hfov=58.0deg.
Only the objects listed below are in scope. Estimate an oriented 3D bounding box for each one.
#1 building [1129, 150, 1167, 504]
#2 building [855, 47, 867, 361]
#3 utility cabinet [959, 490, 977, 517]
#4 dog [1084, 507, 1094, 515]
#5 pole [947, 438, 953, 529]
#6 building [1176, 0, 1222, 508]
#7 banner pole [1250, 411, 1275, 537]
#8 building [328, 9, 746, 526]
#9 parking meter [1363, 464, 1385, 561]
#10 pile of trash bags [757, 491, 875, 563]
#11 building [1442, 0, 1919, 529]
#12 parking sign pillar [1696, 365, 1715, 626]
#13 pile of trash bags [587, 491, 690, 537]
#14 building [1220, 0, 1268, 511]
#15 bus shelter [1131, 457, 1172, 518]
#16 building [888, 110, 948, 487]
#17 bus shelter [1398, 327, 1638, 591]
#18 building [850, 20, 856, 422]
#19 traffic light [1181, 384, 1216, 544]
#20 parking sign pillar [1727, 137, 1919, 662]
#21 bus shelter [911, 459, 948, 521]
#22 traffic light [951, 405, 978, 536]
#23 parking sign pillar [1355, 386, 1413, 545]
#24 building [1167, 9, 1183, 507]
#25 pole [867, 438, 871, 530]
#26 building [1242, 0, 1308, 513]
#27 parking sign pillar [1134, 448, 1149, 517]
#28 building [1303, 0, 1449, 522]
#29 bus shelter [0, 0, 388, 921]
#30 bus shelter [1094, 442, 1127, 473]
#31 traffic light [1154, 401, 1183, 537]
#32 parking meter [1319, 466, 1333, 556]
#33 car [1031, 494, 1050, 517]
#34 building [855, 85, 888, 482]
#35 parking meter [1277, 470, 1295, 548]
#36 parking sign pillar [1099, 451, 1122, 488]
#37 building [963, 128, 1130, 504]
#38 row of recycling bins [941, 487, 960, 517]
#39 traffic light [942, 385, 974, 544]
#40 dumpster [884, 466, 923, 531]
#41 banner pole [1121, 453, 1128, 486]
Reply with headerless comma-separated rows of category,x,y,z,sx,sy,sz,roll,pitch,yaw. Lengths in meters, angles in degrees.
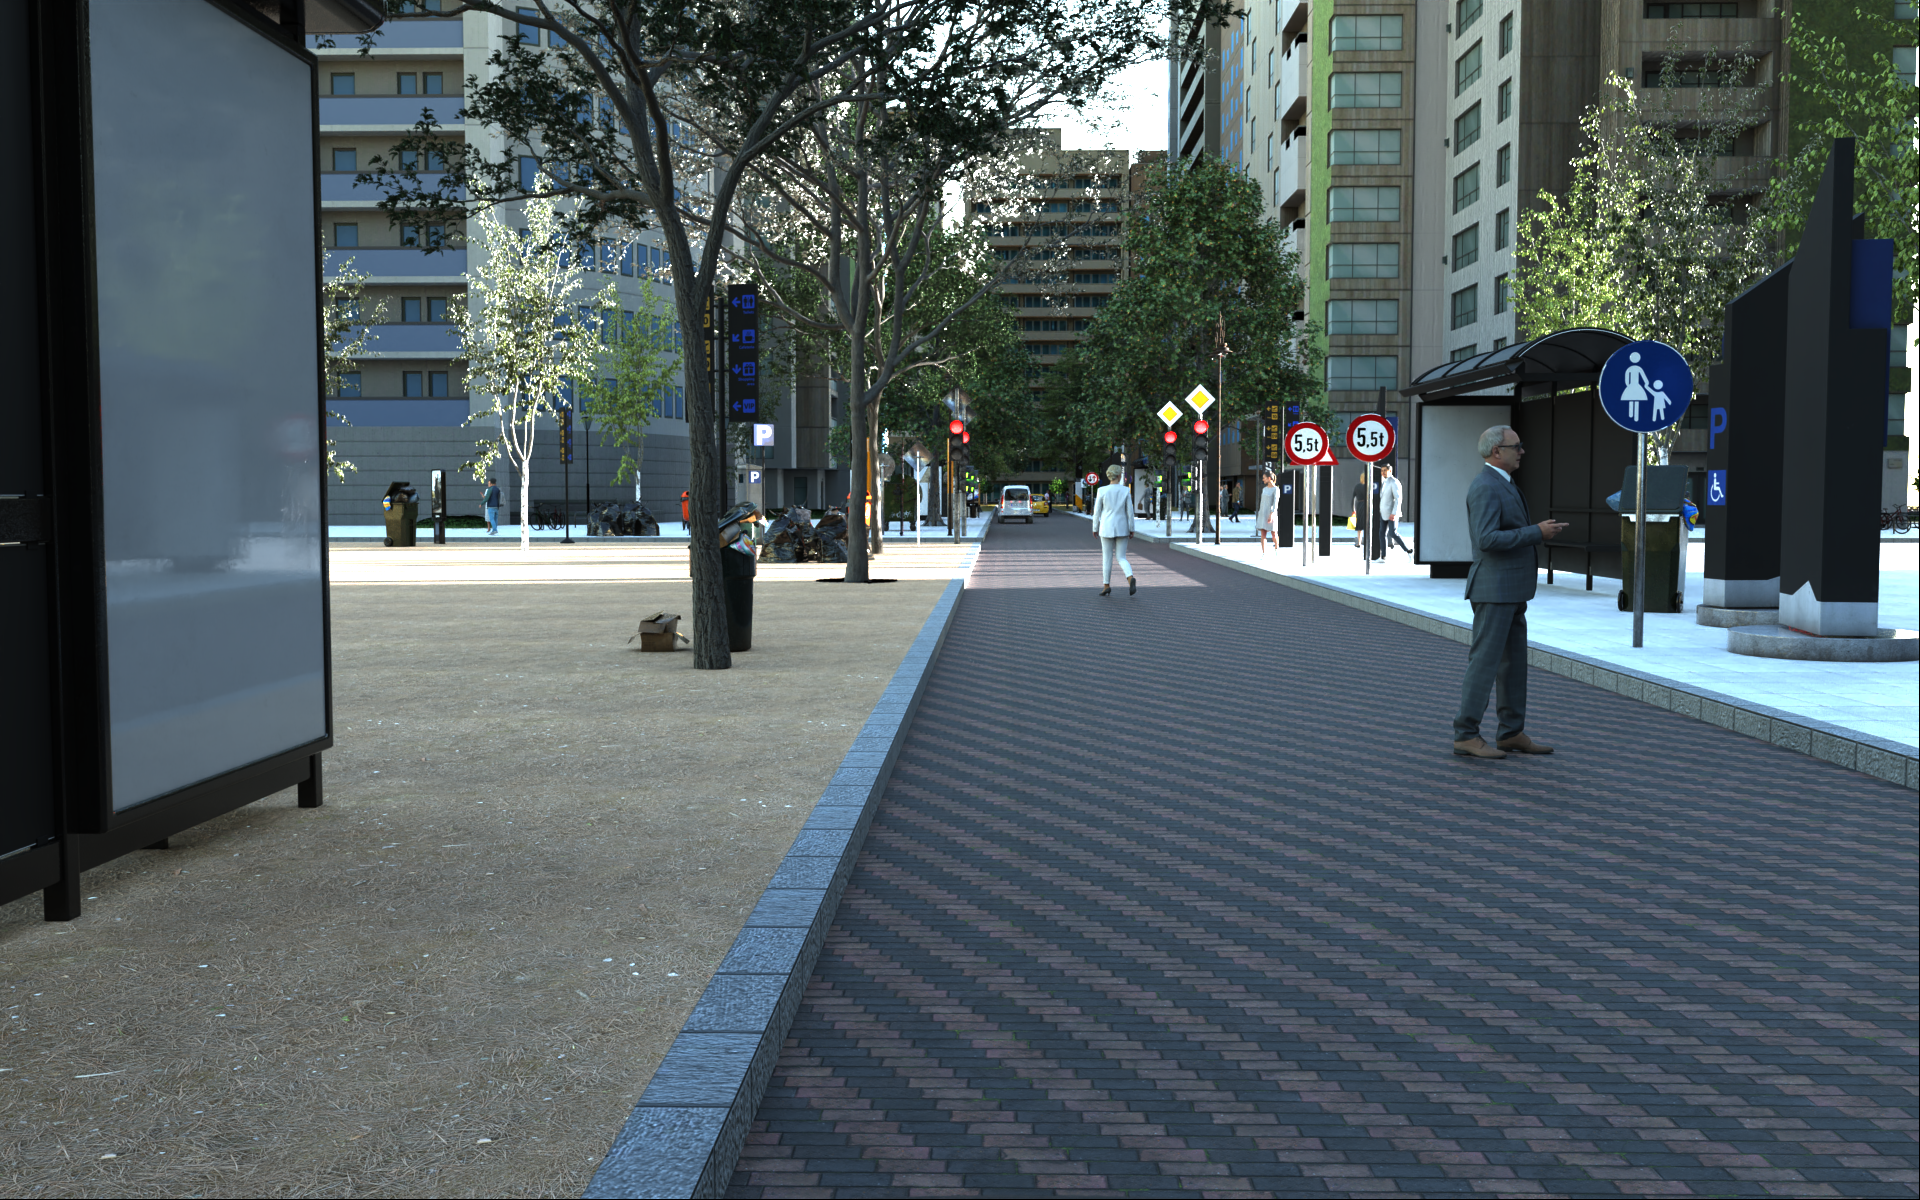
building,29.094,-35.368,228.375,14.200,45.320,14.600,0,4,1
building,-20.241,-32.915,157.766,23.786,49.044,30.456,0,4,1
utility cabinet,0.323,-5.325,95.746,1.173,1.500,0.318,1,4,16
dog,7.770,-5.366,104.564,0.540,0.507,0.406,-1,4,-12
pole,-0.350,-4.248,63.304,0.158,3.312,0.155,0,3,0
building,30.890,-32.312,152.002,21.300,48.544,21.600,0,4,1
banner pole,9.142,-3.795,52.065,0.863,3.779,0.401,-1,4,-23
building,-22.890,-33.045,82.282,21.231,58.520,28.212,0,4,1
parking meter,8.030,-1.698,33.479,0.399,1.863,0.255,2,4,31
pile of trash bags,-2.507,-1.460,33.621,1.912,1.369,3.447,1,4,18
building,28.410,-18.272,70.446,14.107,30.474,14.160,0,4,1
parking sign pillar,7.969,-1.732,16.785,1.447,3.967,1.447,0,4,-5
pile of trash bags,-9.706,-2.660,53.250,3.447,1.369,1.912,-1,4,-16
building,27.882,-29.599,134.053,14.600,45.320,14.200,0,4,1
bus shelter,9.942,-5.852,89.605,2.014,3.302,5.546,0,4,1
building,-13.188,-39.522,235.424,27.495,52.752,28.713,0,4,1
bus shelter,7.652,-1.826,23.771,2.014,3.302,5.546,0,4,1
building,-14.274,-26.184,111.703,14.154,41.232,14.086,0,4,1
traffic light,6.102,-3.387,44.291,0.839,4.253,0.868,0,4,1
parking sign pillar,6.950,-1.549,13.795,1.447,3.967,1.447,1,4,12
bus shelter,-1.559,-5.639,86.120,2.014,3.302,5.546,0,4,1
traffic light,0.138,-3.883,52.409,0.839,4.253,0.868,0,4,1
parking sign pillar,10.804,-3.399,44.045,1.447,3.967,1.447,0,4,8
building,31.655,-38.810,176.546,21.231,58.520,28.212,0,4,1
pole,-3.262,-4.203,62.560,0.158,3.312,0.155,0,3,0
building,33.590,-31.989,112.265,28.713,52.752,27.495,0,4,1
parking sign pillar,10.349,-6.675,97.609,1.447,3.967,1.447,1,4,14
building,23.853,-24.496,84.110,14.154,41.232,14.086,0,4,1
bus shelter,-3.519,-1.536,2.741,2.179,5.291,8.768,0,4,1
bus shelter,10.297,-8.595,118.164,2.179,5.291,8.768,0,4,2
traffic light,6.298,-3.875,52.274,0.839,4.253,0.868,0,4,1
parking meter,7.580,-1.847,35.905,0.255,1.863,0.399,1,4,13
car,4.704,-6.059,109.289,2.015,1.641,3.980,0,4,1
building,-15.292,-32.747,185.530,14.200,45.320,14.600,0,4,1
parking meter,7.801,-2.191,41.536,0.399,1.863,0.255,0,4,-4
parking sign pillar,8.903,-6.968,102.396,1.447,3.967,1.447,-1,4,-23
building,11.287,-37.224,232.308,21.600,48.544,21.300,0,4,1
row of recycling bins,-1.248,-5.503,97.092,3.534,1.692,1.069,-1,4,-10
traffic light,-0.058,-3.395,44.426,0.839,4.253,0.868,0,4,1
dumpster,-2.095,-3.537,60.316,1.502,2.255,1.985,0,4,1
banner pole,8.898,-6.331,93.522,0.401,3.779,0.863,3,5,39
